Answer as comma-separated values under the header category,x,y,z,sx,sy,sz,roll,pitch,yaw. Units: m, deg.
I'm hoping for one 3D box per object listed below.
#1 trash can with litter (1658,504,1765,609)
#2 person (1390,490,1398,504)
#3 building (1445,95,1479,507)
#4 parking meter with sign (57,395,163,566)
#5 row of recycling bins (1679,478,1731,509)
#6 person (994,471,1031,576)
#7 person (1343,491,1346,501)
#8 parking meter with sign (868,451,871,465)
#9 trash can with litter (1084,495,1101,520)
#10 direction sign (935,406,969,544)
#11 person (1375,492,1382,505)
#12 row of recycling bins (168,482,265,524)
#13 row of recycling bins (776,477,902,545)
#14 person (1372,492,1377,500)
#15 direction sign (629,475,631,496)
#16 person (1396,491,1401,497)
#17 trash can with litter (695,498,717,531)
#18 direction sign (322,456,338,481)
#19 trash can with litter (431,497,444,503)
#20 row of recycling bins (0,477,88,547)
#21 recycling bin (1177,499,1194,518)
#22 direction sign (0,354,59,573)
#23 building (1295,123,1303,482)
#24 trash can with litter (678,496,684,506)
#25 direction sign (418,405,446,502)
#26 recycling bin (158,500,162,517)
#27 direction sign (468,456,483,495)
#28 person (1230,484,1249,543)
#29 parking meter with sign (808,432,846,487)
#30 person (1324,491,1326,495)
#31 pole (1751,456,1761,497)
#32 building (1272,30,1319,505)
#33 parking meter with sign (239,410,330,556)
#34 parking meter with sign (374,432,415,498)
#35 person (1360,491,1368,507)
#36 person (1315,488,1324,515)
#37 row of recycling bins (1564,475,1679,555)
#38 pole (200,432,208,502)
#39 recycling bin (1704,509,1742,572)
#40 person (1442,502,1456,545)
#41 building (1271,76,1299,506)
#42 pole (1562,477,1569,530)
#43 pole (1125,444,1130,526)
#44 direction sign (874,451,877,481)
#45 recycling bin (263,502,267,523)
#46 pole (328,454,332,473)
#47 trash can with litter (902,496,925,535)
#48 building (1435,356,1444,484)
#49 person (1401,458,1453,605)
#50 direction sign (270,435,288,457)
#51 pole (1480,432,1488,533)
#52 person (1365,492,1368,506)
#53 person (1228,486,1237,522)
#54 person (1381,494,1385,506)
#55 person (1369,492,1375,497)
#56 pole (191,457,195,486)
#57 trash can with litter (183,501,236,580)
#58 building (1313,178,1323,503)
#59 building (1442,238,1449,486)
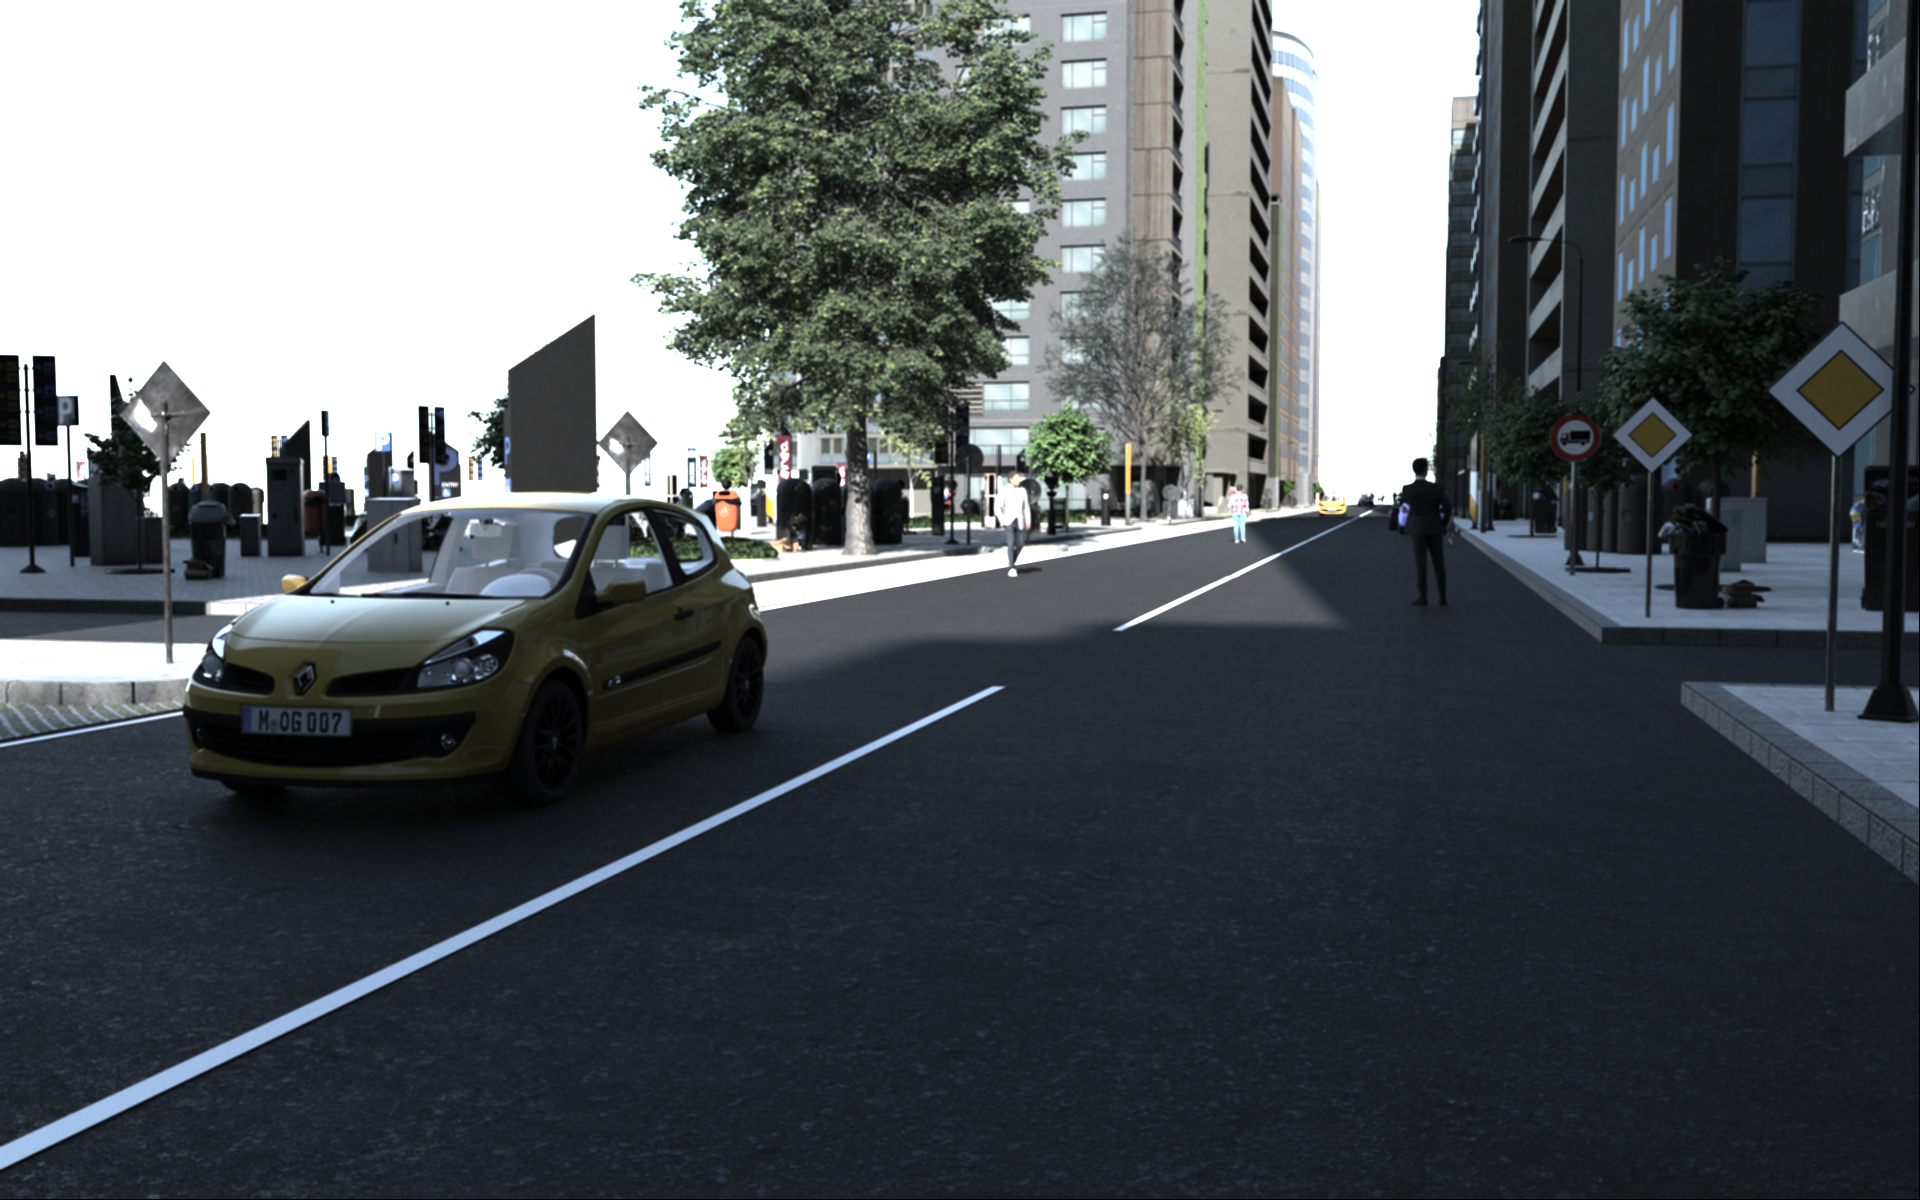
category,x,y,z,sx,sy,sz,roll,pitch,yaw
trash can with litter,8.487,-0.499,19.541,1.055,1.170,0.624,-1,4,-17
person,49.220,-11.507,196.275,0.705,1.869,1.348,-3,4,-37
building,57.777,-30.331,179.499,14.154,41.232,14.086,1,4,14
parking meter with sign,-15.321,-2.144,31.323,0.543,3.016,1.738,2,4,30
row of recycling bins,18.145,-2.327,45.155,3.534,1.692,1.069,1,4,14
person,0.906,-1.353,30.475,0.661,1.843,0.795,-1,4,-20
person,41.106,-10.779,185.517,0.721,1.735,1.217,0,4,7
parking meter with sign,-4.243,-4.606,71.577,0.543,3.016,1.738,-1,4,-23
trash can with litter,6.716,-4.718,88.196,1.678,1.210,2.233,1,4,16
direction sign,-0.205,-3.209,44.456,0.876,3.537,0.379,0,3,0
person,57.294,-13.918,236.845,1.217,1.735,0.721,3,4,36
row of recycling bins,-25.978,-3.235,60.001,3.534,1.692,1.069,1,4,20
row of recycling bins,-3.004,-2.252,43.926,3.534,1.692,1.069,-2,4,-35
person,58.301,-14.383,244.180,0.721,1.766,1.217,-3,5,-41
direction sign,-12.185,-4.403,63.986,0.379,3.537,0.876,0,3,0
person,50.871,-11.725,200.140,1.348,1.831,0.705,0,4,-4
trash can with litter,-6.469,-1.961,43.443,0.624,1.170,1.055,2,4,35
direction sign,-37.335,-6.772,102.723,0.876,3.537,0.379,-2,4,-27
trash can with litter,-18.523,-3.111,62.257,0.624,1.170,1.055,2,4,24
row of recycling bins,-22.937,-2.240,43.738,1.069,1.692,3.534,1,4,12
recycling bin,12.159,-4.954,93.544,0.722,1.027,0.722,-1,4,-19
direction sign,-15.166,-2.215,28.216,0.876,3.537,0.379,-1,4,-20
building,31.607,-33.548,198.621,14.600,45.320,14.200,1,4,14
trash can with litter,-13.170,-4.224,80.121,2.233,1.210,1.678,3,4,37
direction sign,-13.576,-3.217,44.593,0.379,3.537,0.876,2,4,31
recycling bin,-35.797,-4.029,78.420,0.722,1.027,0.722,-3,5,-43
direction sign,-28.721,-6.774,102.759,0.876,3.537,0.379,0,4,-2
person,8.206,-2.543,50.915,0.563,1.720,0.643,1,4,19
parking meter with sign,-3.786,-3.118,47.247,1.738,3.016,0.543,-1,4,-22
person,39.474,-10.907,187.376,0.434,1.755,0.990,2,4,31
pole,19.569,-2.980,42.561,0.158,3.312,0.155,0,3,0
building,33.832,-41.495,220.439,21.231,58.520,28.212,1,4,14
parking meter with sign,-13.968,-2.419,35.818,1.738,3.016,0.543,-1,4,-11
parking meter with sign,-15.872,-3.248,49.366,0.543,3.016,1.738,1,4,19
person,44.816,-11.197,192.104,0.750,1.759,0.617,-1,4,-15
person,24.474,-6.669,117.548,0.705,1.822,1.348,3,5,41
row of recycling bins,14.439,-1.907,38.286,1.069,1.692,3.534,0,4,-4
pole,-24.864,-3.863,56.995,0.158,3.312,0.155,0,3,0
recycling bin,12.466,-0.994,28.800,0.722,1.027,0.722,-1,4,-21
person,13.739,-2.160,48.825,0.382,1.210,0.505,-3,4,-37
building,27.639,-32.671,184.288,14.600,45.320,14.200,1,4,14
pole,21.908,-4.205,62.591,0.158,3.312,0.155,0,3,0
pole,6.832,-4.686,70.466,0.158,3.312,0.155,0,3,0
direction sign,-4.477,-6.086,91.509,0.379,3.537,0.876,0,4,5
recycling bin,-21.279,-2.548,54.218,0.722,1.027,0.722,2,4,30
pole,-32.414,-5.832,89.202,0.158,3.312,0.155,0,3,0
trash can with litter,-1.955,-2.691,55.059,1.678,1.210,2.233,1,4,13
building,77.072,-23.395,227.539,27.650,21.520,28.899,1,4,14
person,6.023,-0.891,22.437,0.648,1.900,0.474,0,4,3
direction sign,-26.054,-4.549,66.376,0.876,3.537,0.379,2,4,26
pole,17.307,-3.874,57.189,0.158,3.312,0.155,0,3,0
person,50.537,-12.605,215.307,1.217,1.735,0.721,2,4,27
person,13.715,-4.792,86.827,0.580,1.828,0.573,2,4,28
person,51.600,-12.200,211.161,0.799,1.438,0.628,3,5,45
person,51.674,-12.739,217.504,1.217,1.743,0.721,-2,4,-24
pole,-41.888,-6.165,94.644,0.158,3.312,0.155,0,3,0
trash can with litter,-11.434,-0.914,26.335,0.624,1.170,1.055,-1,4,-12
building,42.737,-36.104,240.410,14.600,45.320,14.200,1,4,14
building,61.579,-25.863,194.568,14.160,30.474,14.107,1,4,14
